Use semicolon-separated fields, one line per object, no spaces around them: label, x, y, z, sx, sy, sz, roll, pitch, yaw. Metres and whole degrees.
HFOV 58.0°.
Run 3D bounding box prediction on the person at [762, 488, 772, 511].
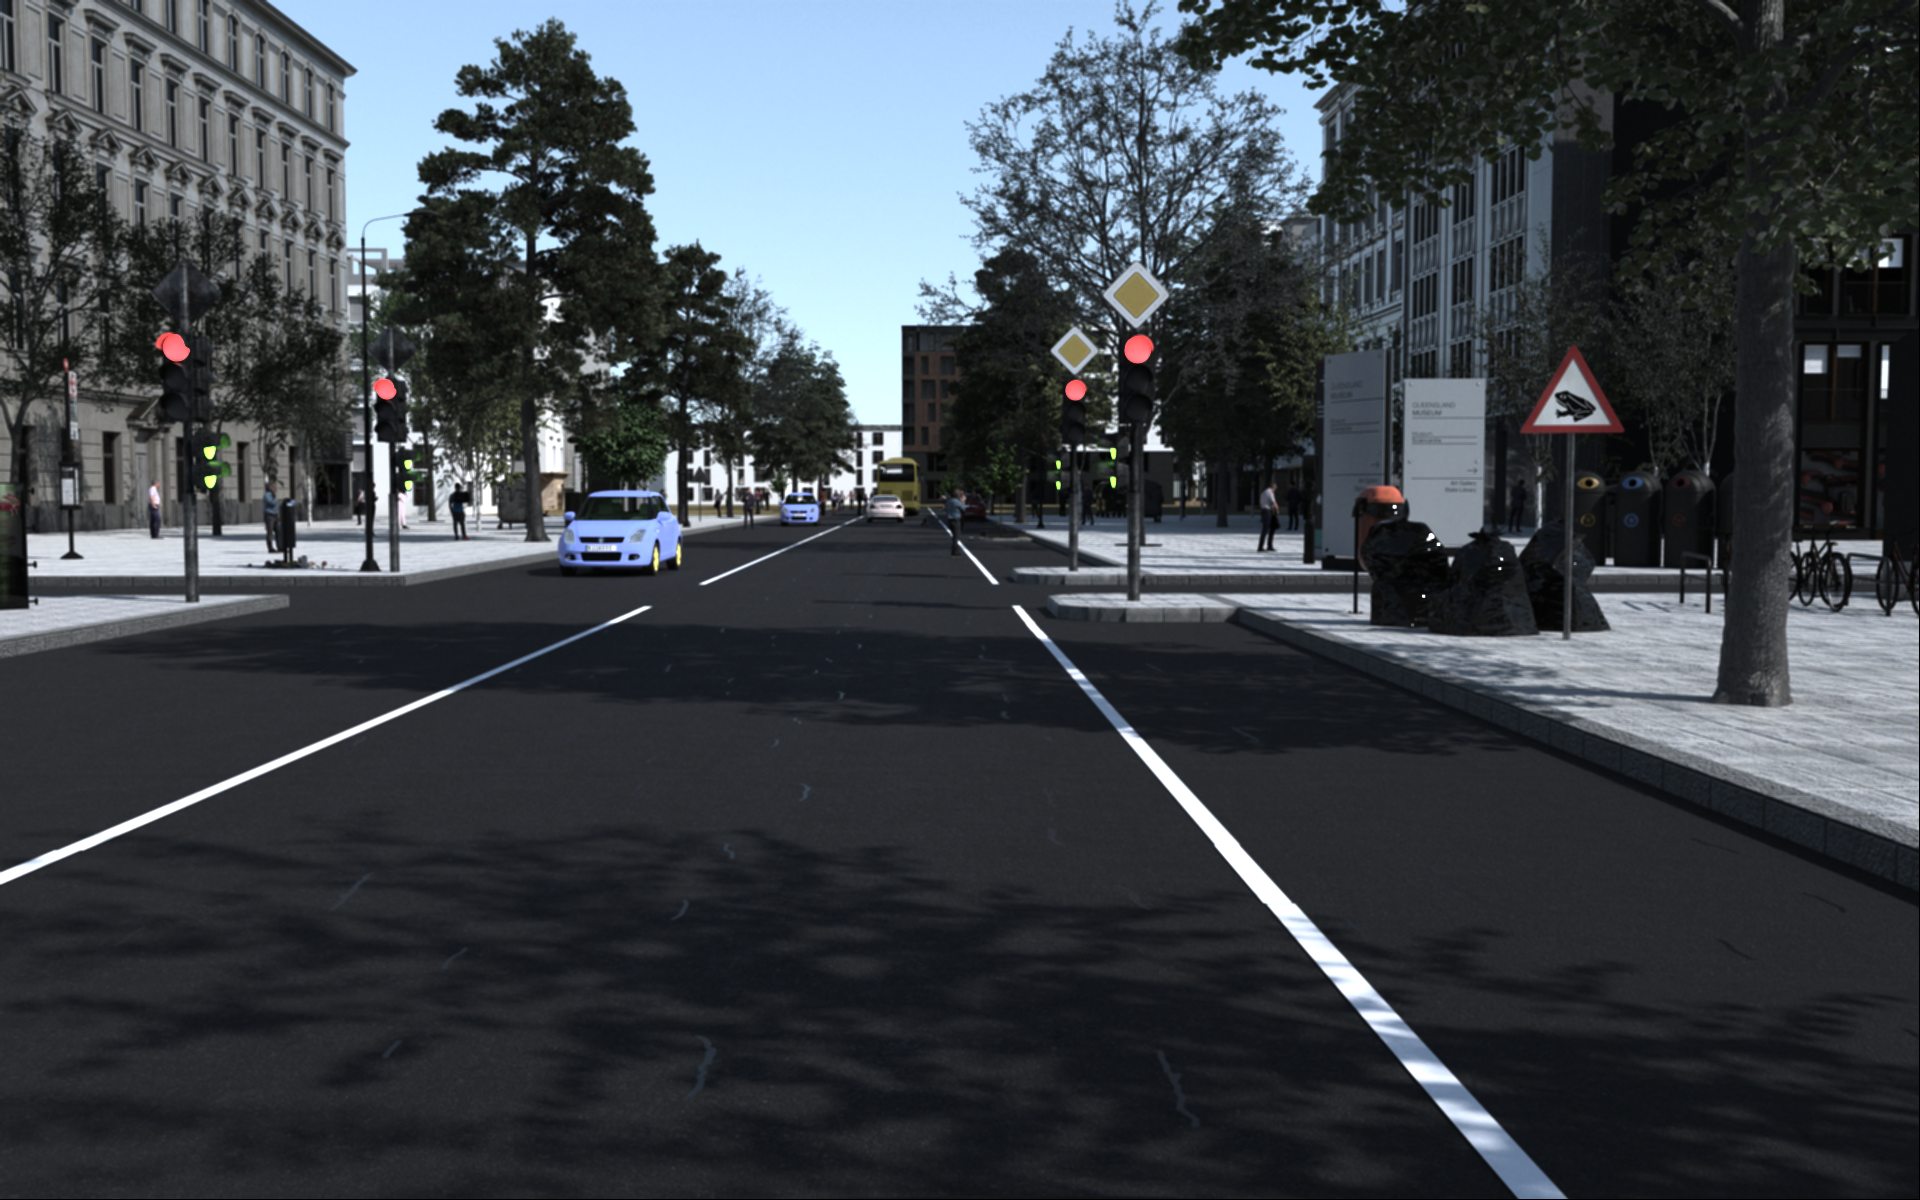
person;-15.079;-7.856;135.007;1.217;1.766;0.721;3;5;44

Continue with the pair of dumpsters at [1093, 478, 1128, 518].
pair of dumpsters;8.381;-5.724;96.083;1.574;2.255;4.436;0;4;-2

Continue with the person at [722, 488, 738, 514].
person;-14.732;-6.338;110.462;1.217;1.735;0.721;1;4;9

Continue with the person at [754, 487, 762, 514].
person;-13.005;-6.360;110.748;0.721;1.743;1.217;2;4;31

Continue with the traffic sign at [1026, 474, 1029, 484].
traffic sign;3.707;-6.231;101.988;0.768;2.556;0.104;0;4;5

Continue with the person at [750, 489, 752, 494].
person;-21.913;-10.659;180.306;0.705;1.826;1.348;-2;4;-27

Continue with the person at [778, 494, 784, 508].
person;-16.479;-9.368;159.665;0.568;1.767;0.683;0;4;-3

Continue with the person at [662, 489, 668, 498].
person;-27.092;-9.235;157.739;0.721;1.736;1.217;3;5;41

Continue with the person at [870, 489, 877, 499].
person;-6.269;-7.568;131.866;1.348;1.869;0.705;-1;4;-10

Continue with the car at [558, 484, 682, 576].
car;-6.157;-1.342;31.535;1.945;1.707;3.694;0;4;0

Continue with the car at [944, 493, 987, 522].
car;0.307;-4.698;85.850;2.155;1.783;4.494;0;4;-3

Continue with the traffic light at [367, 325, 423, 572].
traffic light;-9.291;-2.395;28.409;0.839;4.213;0.868;0;4;-1

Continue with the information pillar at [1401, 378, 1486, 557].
information pillar;9.852;-2.693;35.344;1.656;3.620;0.184;0;4;1

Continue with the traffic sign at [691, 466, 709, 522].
traffic sign;-12.153;-4.948;80.898;0.884;2.594;0.081;0;4;4

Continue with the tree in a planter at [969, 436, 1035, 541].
tree in a planter;1.271;-3.440;53.466;1.991;3.239;1.994;0;4;-1

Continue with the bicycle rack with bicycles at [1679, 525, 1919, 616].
bicycle rack with bicycles;9.283;-0.366;19.363;2.852;0.926;2.925;1;4;15

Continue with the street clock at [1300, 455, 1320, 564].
street clock;6.426;-1.667;31.820;0.358;2.002;0.471;1;4;20

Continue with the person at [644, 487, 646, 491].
person;-19.384;-6.172;106.933;0.705;1.826;1.348;0;4;-1

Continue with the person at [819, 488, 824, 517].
person;-8.763;-6.176;109.418;0.705;1.831;1.348;-1;4;-9

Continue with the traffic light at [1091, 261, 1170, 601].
traffic light;2.069;-1.925;20.724;0.839;4.213;0.868;0;4;-1

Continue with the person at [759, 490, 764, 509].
person;-17.609;-8.904;152.431;0.445;1.727;0.742;2;4;35

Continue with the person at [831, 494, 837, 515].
person;-8.683;-6.591;119.492;0.421;1.427;0.697;0;4;-1

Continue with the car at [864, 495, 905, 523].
car;-3.799;-4.608;87.707;2.083;1.381;4.827;0;4;-3

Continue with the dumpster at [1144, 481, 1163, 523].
dumpster;8.425;-4.409;77.847;1.264;1.857;1.865;0;4;-1

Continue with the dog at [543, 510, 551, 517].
dog;-23.323;-4.878;97.494;0.550;0.427;0.748;-1;4;-21

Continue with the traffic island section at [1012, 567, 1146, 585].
traffic island section;1.907;-0.400;28.821;2.009;0.180;2.903;0;4;-1

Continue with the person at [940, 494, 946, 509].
person;-1.545;-8.643;153.000;0.628;1.438;0.799;0;4;5

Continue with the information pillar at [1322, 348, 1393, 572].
information pillar;6.582;-2.289;28.743;0.184;3.620;1.656;-2;4;-24

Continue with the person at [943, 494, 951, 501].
person;-1.285;-8.997;155.689;1.350;1.814;0.705;3;5;43

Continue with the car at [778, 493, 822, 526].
car;-7.210;-4.199;78.252;1.945;1.707;3.694;0;4;-3

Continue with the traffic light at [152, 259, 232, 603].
traffic light;-9.088;-1.907;20.426;0.839;4.213;0.868;0;4;-1

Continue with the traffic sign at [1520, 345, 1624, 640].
traffic sign;5.338;-0.927;15.165;0.884;2.594;0.081;0;4;5

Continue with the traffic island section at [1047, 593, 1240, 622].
traffic island section;2.109;0.088;20.838;2.009;0.180;2.903;0;4;-1

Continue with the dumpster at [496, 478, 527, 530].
dumpster;-16.018;-3.485;62.742;1.264;1.857;1.865;0;4;-1

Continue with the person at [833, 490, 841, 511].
person;-10.456;-8.493;147.816;0.683;1.767;0.568;-2;4;-30

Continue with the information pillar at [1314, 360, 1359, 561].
information pillar;7.300;-2.698;33.494;0.750;3.857;0.750;-1;4;-20

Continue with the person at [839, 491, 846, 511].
person;-9.736;-8.136;142.458;0.756;1.711;0.436;3;5;44

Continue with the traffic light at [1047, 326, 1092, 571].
traffic light;1.867;-2.414;28.707;0.839;4.213;0.868;0;4;-1

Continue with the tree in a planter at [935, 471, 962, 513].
tree in a planter;-0.688;-8.154;130.545;1.991;3.239;1.994;0;4;-1

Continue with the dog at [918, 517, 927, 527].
dog;-1.670;-3.428;76.241;0.748;0.427;0.550;-3;4;-37

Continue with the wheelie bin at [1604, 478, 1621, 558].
wheelie bin;13.261;-1.645;34.809;0.693;1.594;0.980;-3;5;-43

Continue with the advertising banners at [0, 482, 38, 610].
advertising banners;-11.063;-1.370;18.586;0.090;3.025;2.074;3;5;43
